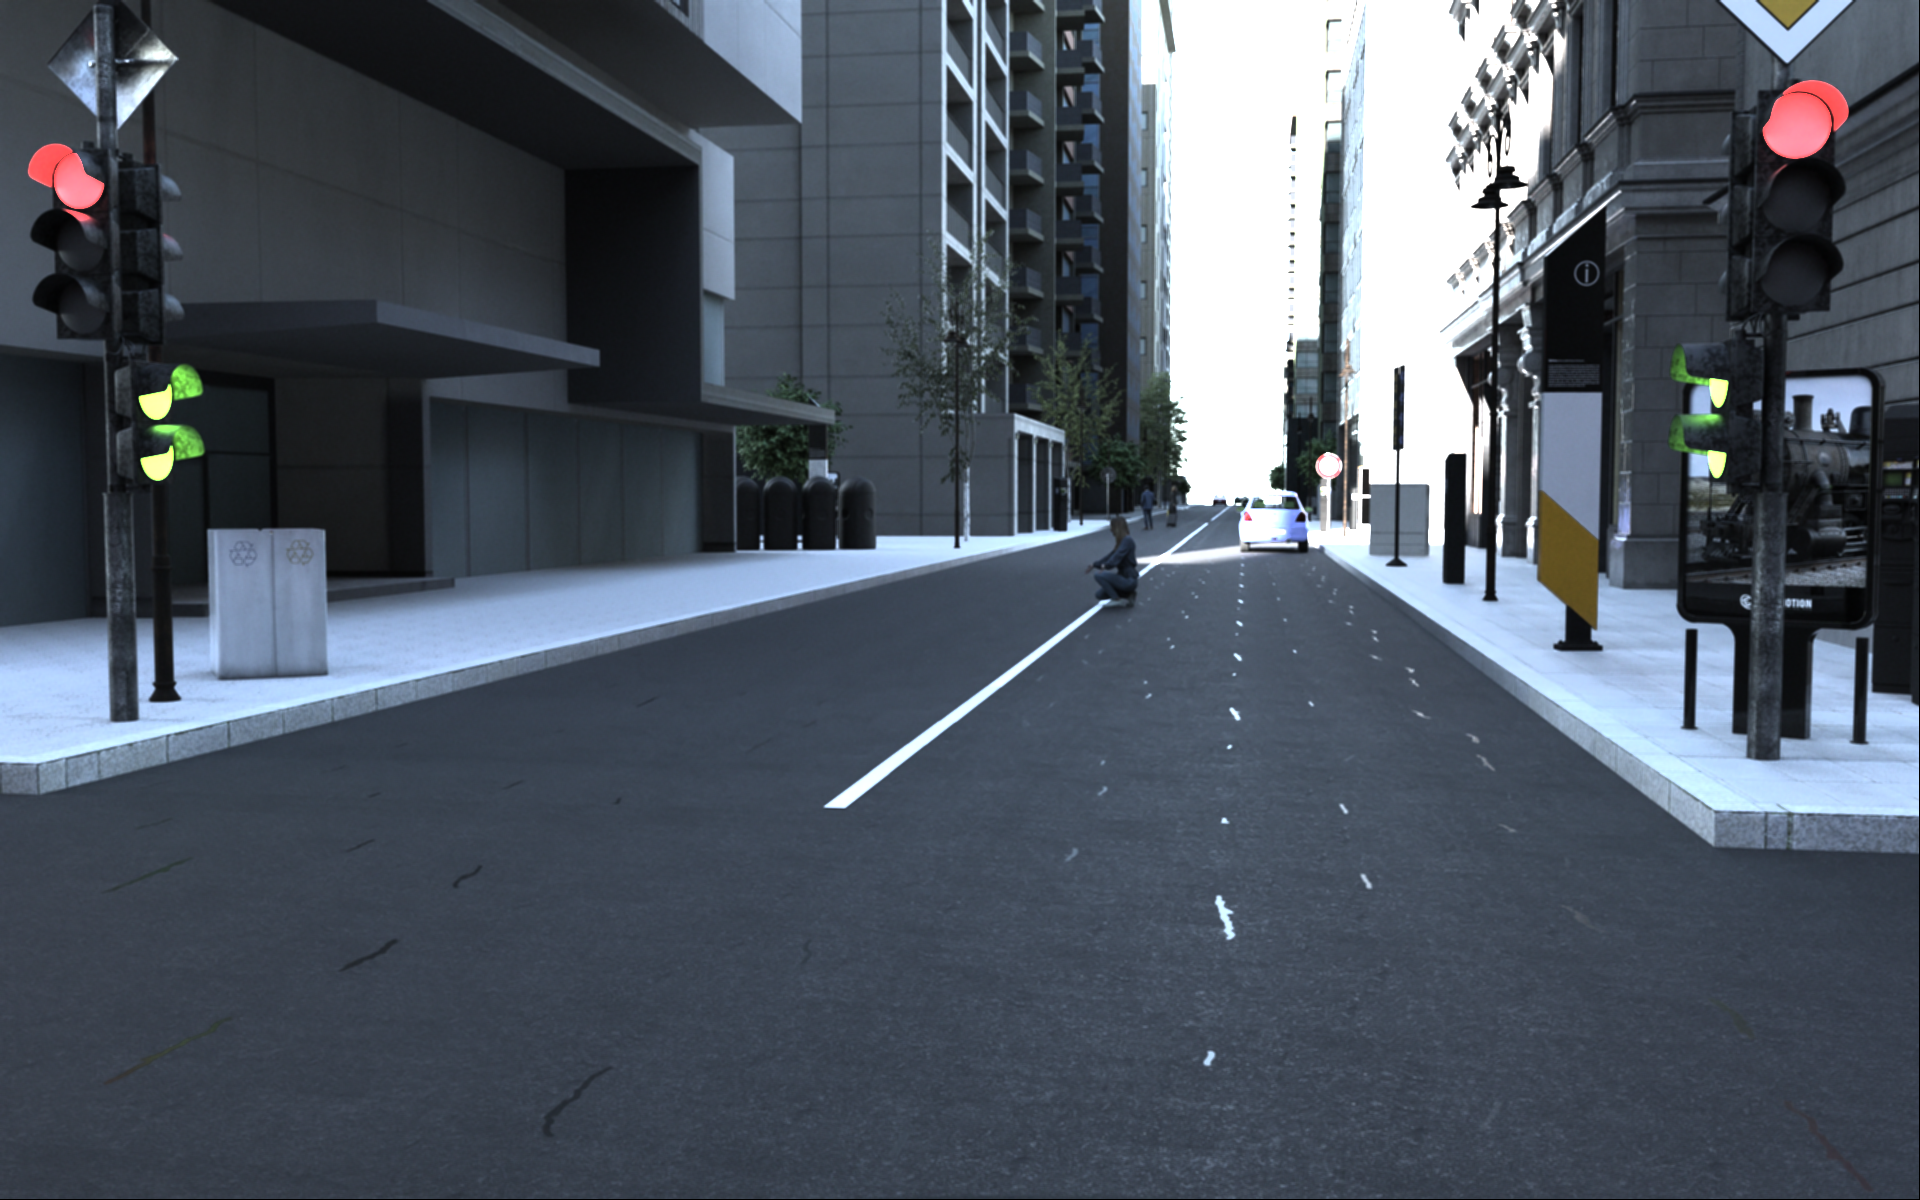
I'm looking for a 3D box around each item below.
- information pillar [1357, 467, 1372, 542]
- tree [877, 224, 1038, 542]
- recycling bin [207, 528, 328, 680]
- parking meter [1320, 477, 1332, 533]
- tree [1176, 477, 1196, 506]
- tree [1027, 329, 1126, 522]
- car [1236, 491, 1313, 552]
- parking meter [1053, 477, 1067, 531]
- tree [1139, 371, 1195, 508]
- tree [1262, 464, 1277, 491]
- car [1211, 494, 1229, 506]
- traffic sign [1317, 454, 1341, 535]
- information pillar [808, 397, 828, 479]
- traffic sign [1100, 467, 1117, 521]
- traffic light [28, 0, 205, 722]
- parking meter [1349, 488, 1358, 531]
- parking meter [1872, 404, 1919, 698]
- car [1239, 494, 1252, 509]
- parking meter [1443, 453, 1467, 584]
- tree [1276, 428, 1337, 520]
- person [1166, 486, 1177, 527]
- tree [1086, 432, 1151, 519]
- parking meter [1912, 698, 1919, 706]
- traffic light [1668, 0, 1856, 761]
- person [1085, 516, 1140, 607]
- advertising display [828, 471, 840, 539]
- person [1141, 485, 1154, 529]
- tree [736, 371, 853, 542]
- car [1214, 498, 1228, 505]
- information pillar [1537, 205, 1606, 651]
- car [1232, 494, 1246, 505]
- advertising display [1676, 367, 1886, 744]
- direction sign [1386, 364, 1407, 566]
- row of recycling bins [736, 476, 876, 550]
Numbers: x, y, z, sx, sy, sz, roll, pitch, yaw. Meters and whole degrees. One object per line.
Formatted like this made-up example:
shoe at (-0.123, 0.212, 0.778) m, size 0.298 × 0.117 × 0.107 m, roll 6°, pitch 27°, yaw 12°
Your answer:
information pillar at (10.906, -2.583, 46.727) m, size 0.304 × 2.012 × 0.304 m, roll 0°, pitch 4°, yaw 1°
tree at (-0.057, -5.887, 46.609) m, size 4.360 × 8.622 × 3.978 m, roll 0°, pitch 3°, yaw 0°
recycling bin at (-4.944, 0.012, 12.362) m, size 0.722 × 1.027 × 0.722 m, roll -2°, pitch 4°, yaw -28°
parking meter at (12.183, -3.180, 57.706) m, size 0.255 × 1.863 × 0.399 m, roll 2°, pitch 4°, yaw 35°
tree at (24.959, -12.106, 192.535) m, size 1.663 × 3.219 × 1.824 m, roll 0°, pitch 3°, yaw 0°
tree at (5.178, -7.809, 78.040) m, size 4.737 × 8.622 × 4.395 m, roll 0°, pitch 3°, yaw 0°
car at (7.983, -2.104, 43.993) m, size 1.945 × 1.707 × 3.694 m, roll 1°, pitch 4°, yaw 10°
parking meter at (3.489, -3.354, 60.542) m, size 0.399 × 1.863 × 0.255 m, roll 2°, pitch 4°, yaw 25°
tree at (18.211, -14.796, 160.046) m, size 7.486 × 12.596 × 7.792 m, roll 0°, pitch 3°, yaw 0°
tree at (30.441, -11.066, 164.636) m, size 4.285 × 4.588 × 4.351 m, roll 0°, pitch 3°, yaw 0°
car at (31.806, -12.418, 212.070) m, size 2.155 × 1.783 × 4.494 m, roll 1°, pitch 4°, yaw 9°
traffic sign at (11.680, -3.350, 54.879) m, size 0.768 × 2.556 × 0.104 m, roll 1°, pitch 4°, yaw 15°
information pillar at (-3.422, -3.076, 41.640) m, size 0.504 × 3.616 × 0.183 m, roll 1°, pitch 4°, yaw 23°
traffic sign at (6.944, -4.958, 81.162) m, size 0.768 × 2.556 × 0.104 m, roll 1°, pitch 4°, yaw 15°
traffic light at (-4.718, -1.270, 9.691) m, size 0.839 × 4.253 × 0.868 m, roll 1°, pitch 4°, yaw 9°
parking meter at (13.825, -3.198, 60.693) m, size 0.372 × 1.533 × 0.369 m, roll 0°, pitch 3°, yaw 0°
parking meter at (6.086, -0.335, 11.182) m, size 0.255 × 1.863 × 0.399 m, roll 3°, pitch 4°, yaw 38°
car at (23.370, -7.726, 138.125) m, size 2.131 × 1.459 × 4.920 m, roll 1°, pitch 4°, yaw 9°
parking meter at (7.104, -1.172, 24.877) m, size 0.255 × 1.863 × 0.399 m, roll 0°, pitch 4°, yaw 6°
tree at (18.402, -6.278, 86.360) m, size 4.285 × 4.588 × 4.351 m, roll 0°, pitch 3°, yaw 0°
person at (9.315, -4.129, 76.221) m, size 0.699 × 1.804 × 1.509 m, roll 1°, pitch 4°, yaw 20°
tree at (8.327, -6.561, 90.991) m, size 4.285 × 4.588 × 4.351 m, roll 0°, pitch 3°, yaw 0°
parking meter at (5.959, -0.289, 10.439) m, size 0.399 × 1.863 × 0.255 m, roll 1°, pitch 4°, yaw 17°
traffic light at (3.880, -1.185, 8.292) m, size 0.839 × 4.253 × 0.868 m, roll 1°, pitch 4°, yaw 9°
person at (1.925, -0.494, 22.075) m, size 0.738 × 1.151 × 1.012 m, roll 1°, pitch 4°, yaw 8°
advertising display at (-3.902, -2.713, 49.574) m, size 0.974 × 1.923 × 0.123 m, roll 1°, pitch 4°, yaw 16°
person at (7.618, -3.766, 70.257) m, size 0.721 × 1.800 × 0.419 m, roll -2°, pitch 4°, yaw -31°
tree at (-4.564, -3.832, 46.374) m, size 4.285 × 4.588 × 4.351 m, roll 0°, pitch 3°, yaw 0°
car at (33.355, -12.849, 221.871) m, size 2.131 × 1.459 × 4.920 m, roll 1°, pitch 4°, yaw 9°
information pillar at (5.002, -1.394, 14.140) m, size 0.504 × 3.616 × 0.183 m, roll 0°, pitch 4°, yaw 1°
car at (35.709, -12.747, 220.203) m, size 2.131 × 1.459 × 4.920 m, roll 1°, pitch 4°, yaw 10°
advertising display at (4.308, -0.240, 9.143) m, size 0.974 × 1.923 × 0.123 m, roll 3°, pitch 5°, yaw 41°
direction sign at (7.778, -2.371, 30.762) m, size 0.379 × 3.537 × 0.876 m, roll 0°, pitch 4°, yaw 3°
row of recycling bins at (-3.687, -2.017, 40.089) m, size 3.534 × 1.692 × 1.069 m, roll -1°, pitch 4°, yaw -14°
